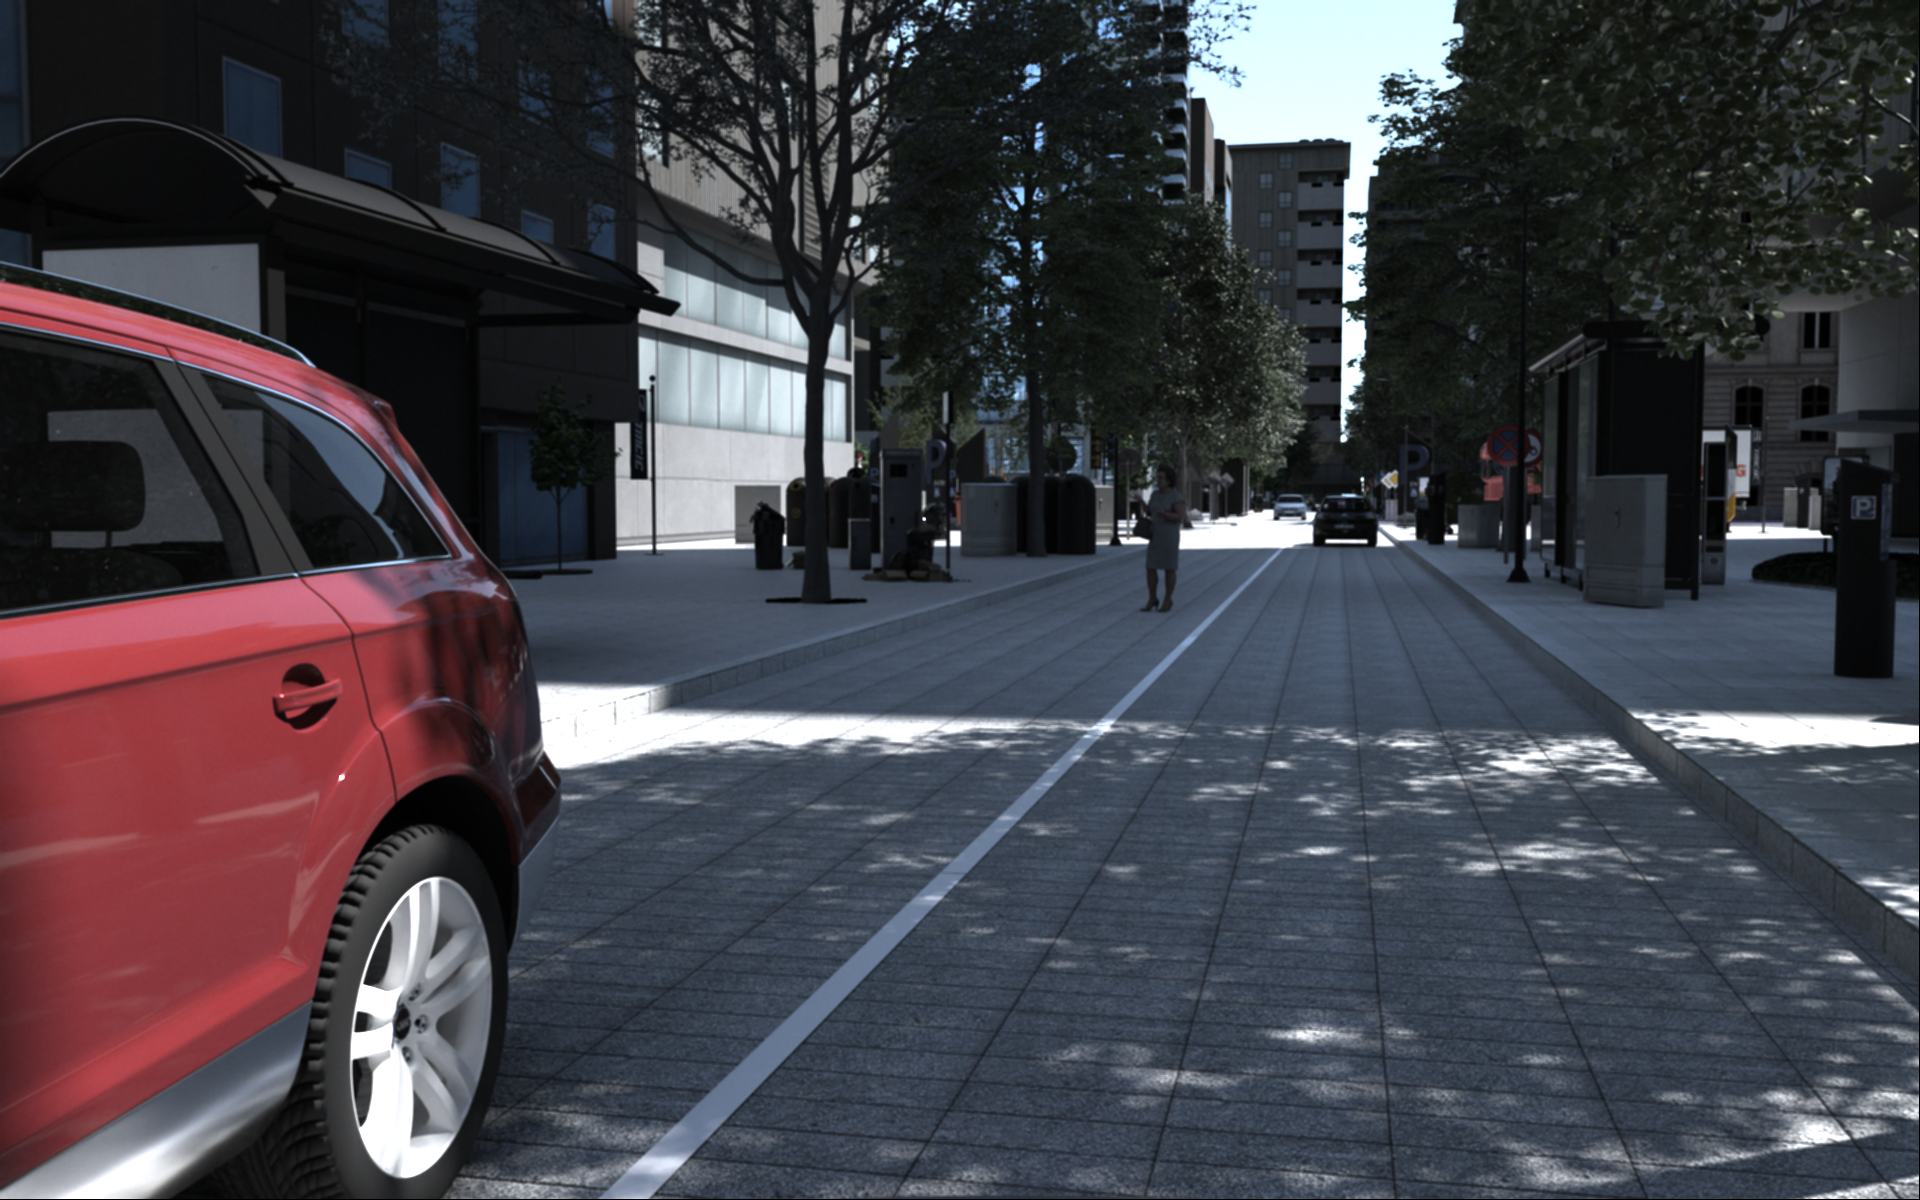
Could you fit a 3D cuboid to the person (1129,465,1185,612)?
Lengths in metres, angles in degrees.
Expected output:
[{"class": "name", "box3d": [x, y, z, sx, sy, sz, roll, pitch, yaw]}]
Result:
[{"class": "person", "box3d": [2.358, -0.748, 21.091, 0.716, 1.782, 0.532, 3, 5, 45]}]

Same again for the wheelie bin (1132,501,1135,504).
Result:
[{"class": "wheelie bin", "box3d": [15.432, -8.977, 154.684, 0.693, 1.594, 0.980, -2, 4, -31]}]

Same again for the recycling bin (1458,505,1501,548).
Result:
[{"class": "recycling bin", "box3d": [12.424, -1.768, 41.465, 0.722, 1.027, 0.722, -2, 4, -26]}]

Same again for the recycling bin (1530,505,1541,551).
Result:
[{"class": "recycling bin", "box3d": [13.315, -1.609, 38.855, 0.722, 1.027, 0.722, -2, 4, -24]}]

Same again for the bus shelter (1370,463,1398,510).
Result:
[{"class": "bus shelter", "box3d": [28.449, -7.446, 115.659, 2.014, 3.302, 5.546, 1, 4, 12]}]

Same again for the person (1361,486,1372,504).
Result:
[{"class": "person", "box3d": [18.418, -4.272, 78.588, 0.600, 1.795, 0.529, -2, 4, -28]}]

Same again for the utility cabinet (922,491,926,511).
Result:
[{"class": "utility cabinet", "box3d": [-2.885, -7.150, 125.586, 0.318, 1.500, 1.173, 2, 4, 29]}]

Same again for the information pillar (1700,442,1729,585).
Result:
[{"class": "information pillar", "box3d": [10.693, -1.227, 24.557, 0.304, 2.012, 0.304, 1, 4, 18]}]

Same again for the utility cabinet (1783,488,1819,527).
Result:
[{"class": "utility cabinet", "box3d": [32.116, -3.515, 66.150, 1.173, 1.500, 0.318, 2, 4, 24]}]

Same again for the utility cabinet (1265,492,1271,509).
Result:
[{"class": "utility cabinet", "box3d": [27.026, -8.761, 151.919, 0.318, 1.500, 1.173, 1, 4, 19]}]

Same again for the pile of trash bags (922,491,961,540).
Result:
[{"class": "pile of trash bags", "box3d": [-0.889, -2.342, 48.038, 3.447, 1.369, 1.912, 3, 5, 42]}]

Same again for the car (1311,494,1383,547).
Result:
[{"class": "car", "box3d": [10.854, -2.377, 48.653, 2.009, 1.686, 4.222, 1, 4, 14]}]

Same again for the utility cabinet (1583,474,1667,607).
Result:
[{"class": "utility cabinet", "box3d": [7.631, -0.688, 19.936, 0.318, 1.500, 1.173, -1, 4, -12]}]

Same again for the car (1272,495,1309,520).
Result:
[{"class": "car", "box3d": [18.282, -5.127, 95.829, 2.014, 1.417, 4.499, 1, 4, 12]}]

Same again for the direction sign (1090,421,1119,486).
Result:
[{"class": "direction sign", "box3d": [4.494, -3.788, 53.925, 0.876, 3.537, 0.379, 0, 4, -2]}]

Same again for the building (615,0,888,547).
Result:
[{"class": "building", "box3d": [-18.123, -28.347, 52.710, 27.495, 52.752, 28.713, 1, 4, 12]}]

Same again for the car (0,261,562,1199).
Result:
[{"class": "car", "box3d": [-2.293, 0.402, 2.096, 2.281, 1.827, 5.304, 1, 4, 10]}]

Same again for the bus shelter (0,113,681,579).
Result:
[{"class": "bus shelter", "box3d": [-3.894, -1.103, 11.957, 2.014, 3.302, 5.546, 1, 4, 12]}]

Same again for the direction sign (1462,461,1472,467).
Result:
[{"class": "direction sign", "box3d": [34.959, -7.804, 119.594, 0.379, 3.537, 0.876, -2, 4, -33]}]

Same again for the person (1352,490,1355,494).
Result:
[{"class": "person", "box3d": [32.451, -8.206, 143.154, 0.515, 1.767, 0.782, 2, 4, 24]}]

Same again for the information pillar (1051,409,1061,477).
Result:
[{"class": "information pillar", "box3d": [2.609, -3.425, 47.351, 0.183, 3.616, 0.504, -1, 4, -22]}]

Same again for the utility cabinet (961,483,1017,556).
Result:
[{"class": "utility cabinet", "box3d": [0.600, -1.652, 35.692, 1.173, 1.500, 0.318, -2, 4, -29]}]

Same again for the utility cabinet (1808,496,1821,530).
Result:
[{"class": "utility cabinet", "box3d": [30.593, -3.065, 61.278, 1.020, 1.237, 0.306, 0, 4, -3]}]

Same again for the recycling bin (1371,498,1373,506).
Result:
[{"class": "recycling bin", "box3d": [29.376, -6.775, 123.331, 0.722, 1.027, 0.722, 2, 4, 28]}]

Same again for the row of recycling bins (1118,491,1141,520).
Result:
[{"class": "row of recycling bins", "box3d": [7.796, -4.839, 86.222, 3.534, 1.692, 1.069, 1, 4, 19]}]

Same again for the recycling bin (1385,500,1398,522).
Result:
[{"class": "recycling bin", "box3d": [19.959, -4.092, 79.456, 0.722, 1.027, 0.722, 2, 4, 28]}]

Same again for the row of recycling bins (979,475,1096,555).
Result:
[{"class": "row of recycling bins", "box3d": [1.644, -1.889, 37.994, 1.069, 1.692, 3.534, -3, 5, -40]}]

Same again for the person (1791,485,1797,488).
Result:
[{"class": "person", "box3d": [33.008, -3.664, 68.646, 0.529, 1.795, 0.600, 0, 4, 6]}]

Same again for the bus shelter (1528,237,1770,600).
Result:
[{"class": "bus shelter", "box3d": [9.491, -2.896, 24.984, 2.179, 5.291, 8.768, 1, 4, 12]}]

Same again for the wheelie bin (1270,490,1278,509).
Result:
[{"class": "wheelie bin", "box3d": [26.887, -8.592, 148.395, 0.693, 1.594, 0.980, 0, 4, 3]}]

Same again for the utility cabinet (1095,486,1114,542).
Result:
[{"class": "utility cabinet", "box3d": [3.565, -2.271, 45.812, 1.173, 1.500, 0.318, -3, 4, -37]}]

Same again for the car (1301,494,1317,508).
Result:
[{"class": "car", "box3d": [36.743, -10.589, 183.350, 2.015, 1.641, 3.980, 1, 4, 13]}]

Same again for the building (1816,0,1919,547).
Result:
[{"class": "building", "box3d": [33.895, -27.265, 35.014, 28.713, 52.752, 27.495, 1, 4, 12]}]

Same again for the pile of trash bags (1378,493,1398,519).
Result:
[{"class": "pile of trash bags", "box3d": [22.232, -4.777, 87.859, 1.912, 1.369, 3.447, 1, 4, 10]}]

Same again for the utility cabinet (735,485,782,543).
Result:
[{"class": "utility cabinet", "box3d": [-5.162, -2.184, 44.388, 1.173, 1.500, 0.318, 0, 4, -1]}]

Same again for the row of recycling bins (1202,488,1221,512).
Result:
[{"class": "row of recycling bins", "box3d": [17.619, -7.029, 122.039, 1.069, 1.692, 3.534, -3, 5, -45]}]

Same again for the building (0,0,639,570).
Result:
[{"class": "building", "box3d": [-14.642, -23.104, 27.855, 14.600, 45.320, 14.200, 1, 4, 12]}]

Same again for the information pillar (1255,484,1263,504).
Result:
[{"class": "information pillar", "box3d": [21.786, -7.425, 125.891, 0.304, 2.012, 0.304, -2, 4, -27]}]

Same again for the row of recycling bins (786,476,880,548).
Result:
[{"class": "row of recycling bins", "box3d": [-3.009, -2.118, 41.747, 1.069, 1.692, 3.534, -3, 4, -39]}]

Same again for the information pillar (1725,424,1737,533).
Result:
[{"class": "information pillar", "box3d": [25.508, -4.039, 57.391, 0.183, 3.616, 0.504, -1, 4, -18]}]

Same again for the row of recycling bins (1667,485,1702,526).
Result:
[{"class": "row of recycling bins", "box3d": [23.189, -3.099, 57.786, 1.069, 1.692, 3.534, -2, 4, -32]}]

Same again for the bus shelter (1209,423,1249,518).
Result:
[{"class": "bus shelter", "box3d": [15.228, -7.350, 97.810, 2.179, 5.291, 8.768, 1, 4, 12]}]

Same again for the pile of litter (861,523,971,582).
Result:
[{"class": "pile of litter", "box3d": [-0.671, -0.714, 25.639, 1.719, 0.858, 1.176, 3, 5, 44]}]

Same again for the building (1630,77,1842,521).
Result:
[{"class": "building", "box3d": [47.916, -16.362, 86.610, 34.723, 24.649, 14.460, 1, 4, 12]}]
